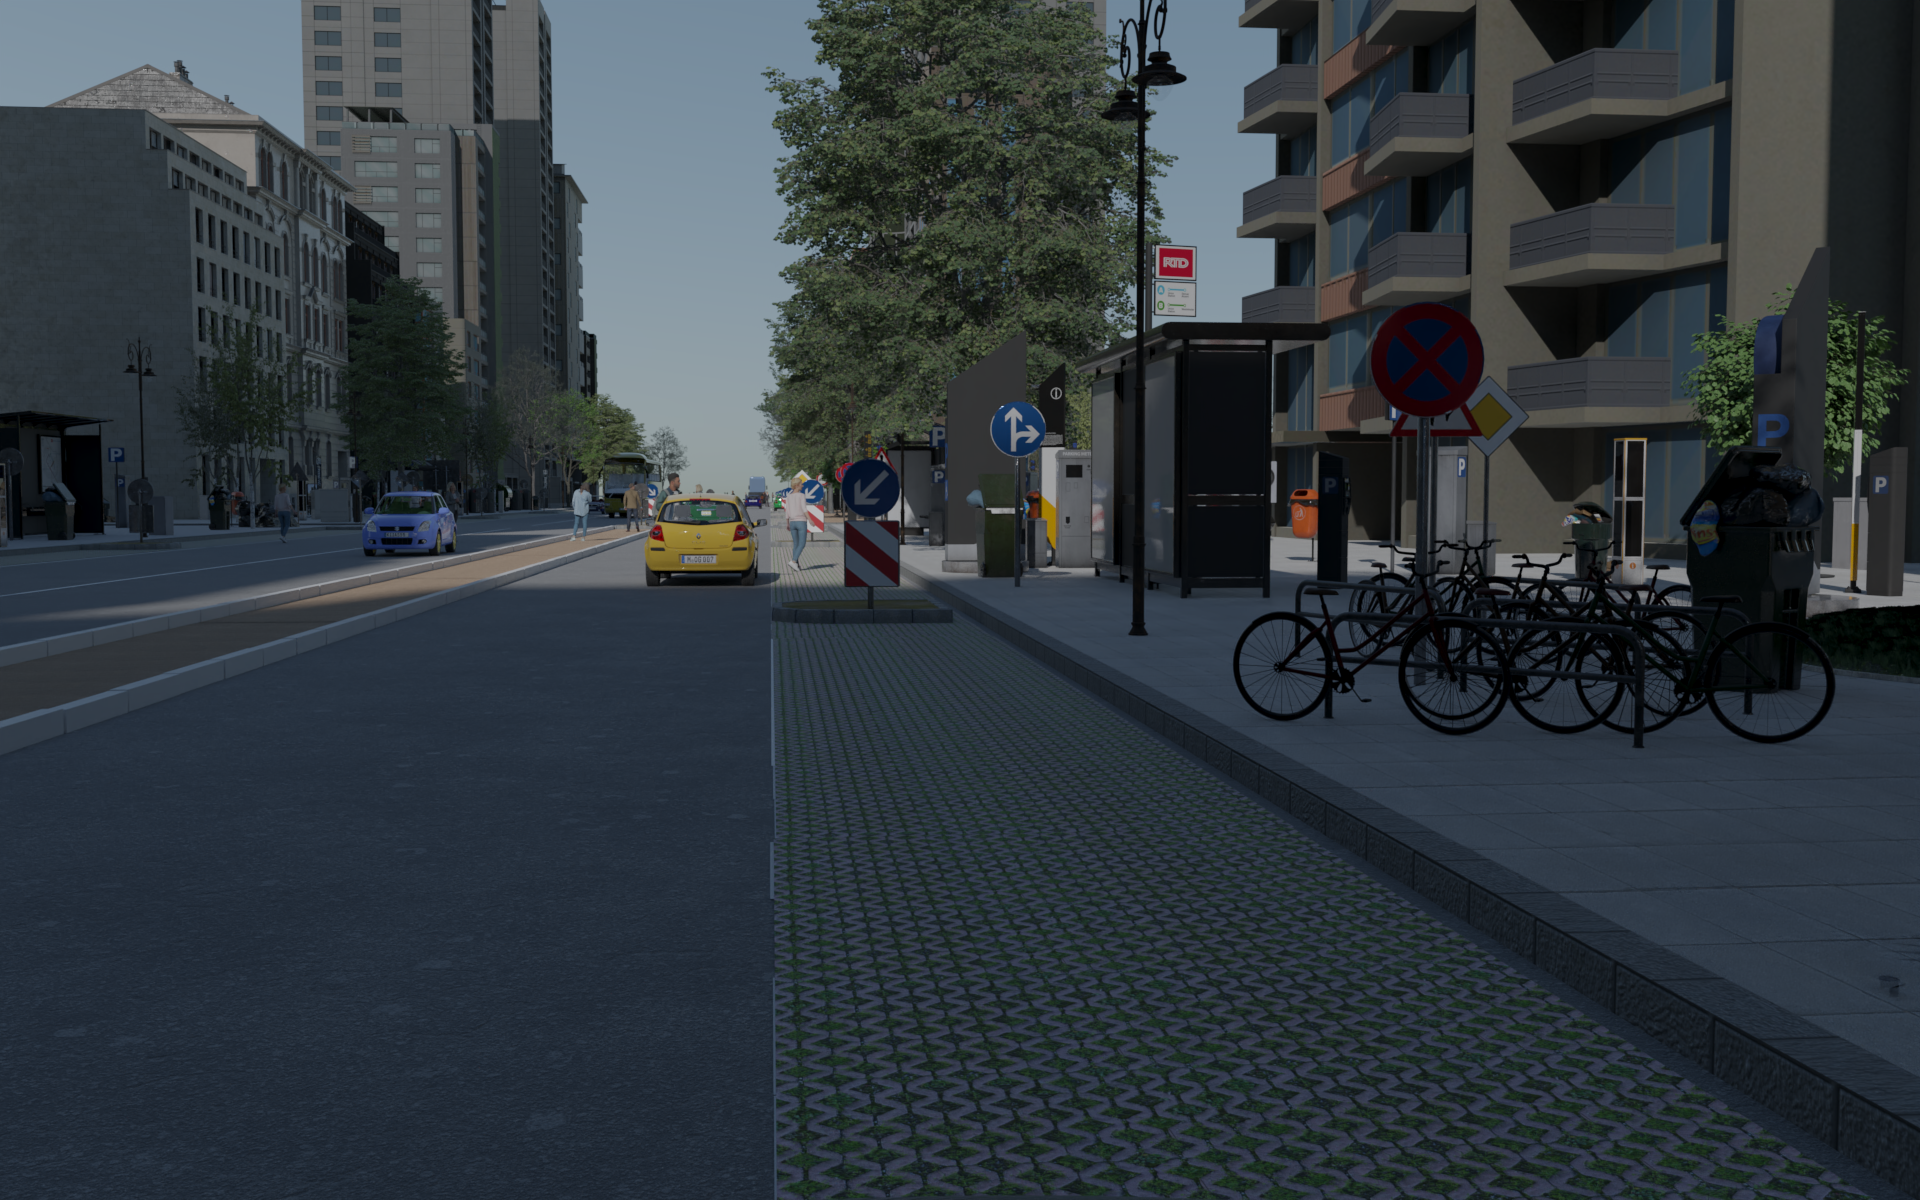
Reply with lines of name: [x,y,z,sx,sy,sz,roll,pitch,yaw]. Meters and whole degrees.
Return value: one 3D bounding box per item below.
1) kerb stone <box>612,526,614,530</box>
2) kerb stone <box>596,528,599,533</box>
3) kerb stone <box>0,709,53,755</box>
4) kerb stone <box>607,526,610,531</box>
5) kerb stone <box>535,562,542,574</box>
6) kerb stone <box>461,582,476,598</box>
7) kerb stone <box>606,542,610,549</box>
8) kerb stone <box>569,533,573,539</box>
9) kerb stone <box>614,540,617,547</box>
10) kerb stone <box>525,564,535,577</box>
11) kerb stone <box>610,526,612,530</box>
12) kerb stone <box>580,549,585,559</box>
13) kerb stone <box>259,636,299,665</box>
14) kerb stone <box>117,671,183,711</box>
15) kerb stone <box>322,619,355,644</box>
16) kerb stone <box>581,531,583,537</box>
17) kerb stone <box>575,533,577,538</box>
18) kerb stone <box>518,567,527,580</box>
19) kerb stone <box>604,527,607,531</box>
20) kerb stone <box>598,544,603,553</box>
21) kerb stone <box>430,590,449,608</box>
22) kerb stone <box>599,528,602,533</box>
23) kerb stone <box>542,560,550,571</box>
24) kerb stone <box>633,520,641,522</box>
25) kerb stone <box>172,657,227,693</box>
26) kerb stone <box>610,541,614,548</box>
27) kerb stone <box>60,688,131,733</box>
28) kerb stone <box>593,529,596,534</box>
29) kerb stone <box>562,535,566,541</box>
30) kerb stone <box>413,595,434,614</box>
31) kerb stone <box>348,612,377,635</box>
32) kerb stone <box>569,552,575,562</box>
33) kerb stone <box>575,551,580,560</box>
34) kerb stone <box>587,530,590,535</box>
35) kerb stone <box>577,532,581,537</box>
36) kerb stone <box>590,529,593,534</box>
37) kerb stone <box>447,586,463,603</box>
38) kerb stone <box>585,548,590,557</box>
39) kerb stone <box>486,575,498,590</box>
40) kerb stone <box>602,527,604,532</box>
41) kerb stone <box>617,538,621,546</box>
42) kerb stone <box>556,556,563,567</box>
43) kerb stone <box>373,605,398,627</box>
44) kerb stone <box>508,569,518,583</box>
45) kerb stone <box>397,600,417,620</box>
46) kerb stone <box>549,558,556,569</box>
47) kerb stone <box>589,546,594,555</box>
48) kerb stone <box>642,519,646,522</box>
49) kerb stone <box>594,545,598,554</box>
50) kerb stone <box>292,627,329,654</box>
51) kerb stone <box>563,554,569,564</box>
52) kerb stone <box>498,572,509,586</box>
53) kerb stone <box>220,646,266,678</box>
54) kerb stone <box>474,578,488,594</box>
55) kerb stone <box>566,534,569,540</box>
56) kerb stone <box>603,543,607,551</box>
kerb stone: [-13.916,-2.845,68.747,0.120,0.150,1.000,0,4,-6]
kerb stone: [-13.248,-2.473,62.631,0.120,0.150,1.000,0,4,-6]
kerb stone: [-5.363,0.755,9.849,0.120,0.150,1.000,0,4,-6]
kerb stone: [-13.699,-2.719,66.704,0.120,0.150,1.000,0,4,-6]
kerb stone: [-7.708,-0.554,31.250,0.120,0.150,1.000,0,4,-6]
kerb stone: [-6.920,-0.117,24.105,0.120,0.150,1.000,0,4,-6]
kerb stone: [-9.153,-1.357,44.499,0.120,0.150,1.000,0,4,-6]
kerb stone: [-12.346,-1.970,54.448,0.120,0.150,1.000,0,4,-6]
kerb stone: [-9.380,-1.488,46.530,0.120,0.150,1.000,0,4,-6]
kerb stone: [-7.589,-0.491,30.229,0.120,0.150,1.000,0,4,-6]
kerb stone: [-13.808,-2.785,67.724,0.120,0.150,1.000,0,4,-6]
kerb stone: [-8.486,-0.990,38.389,0.120,0.150,1.000,0,4,-6]
kerb stone: [-5.924,0.449,14.938,0.120,0.150,1.000,0,4,-6]
kerb stone: [-5.583,0.634,11.887,0.120,0.150,1.000,0,4,-6]
kerb stone: [-6.144,0.319,16.986,0.120,0.150,1.000,0,4,-6]
kerb stone: [-12.690,-2.160,57.519,0.120,0.150,1.000,0,4,-6]
kerb stone: [-12.469,-2.031,55.483,0.120,0.150,1.000,0,4,-6]
kerb stone: [-7.482,-0.428,29.211,0.120,0.150,1.000,0,4,-6]
kerb stone: [-13.588,-2.660,65.688,0.120,0.150,1.000,0,4,-6]
kerb stone: [-8.921,-1.237,42.456,0.120,0.150,1.000,0,4,-6]
kerb stone: [-6.704,0.008,22.072,0.120,0.150,1.000,0,4,-6]
kerb stone: [-13.354,-2.536,63.656,0.120,0.150,1.000,0,4,-6]
kerb stone: [-7.813,-0.614,32.267,0.120,0.150,1.000,0,4,-6]
kerb stone: [-15.531,-3.748,83.499,0.120,0.150,1.000,0,4,-6]
kerb stone: [-5.703,0.569,12.902,0.120,0.150,1.000,0,4,-6]
kerb stone: [-9.262,-1.426,45.515,0.120,0.150,1.000,0,4,-6]
kerb stone: [-5.467,0.701,10.867,0.120,0.150,1.000,0,4,-6]
kerb stone: [-13.144,-2.411,61.613,0.120,0.150,1.000,0,4,-6]
kerb stone: [-12.135,-1.848,52.414,0.120,0.150,1.000,0,4,-6]
kerb stone: [-6.590,0.070,21.056,0.120,0.150,1.000,0,4,-6]
kerb stone: [-6.259,0.257,18.002,0.120,0.150,1.000,0,4,-6]
kerb stone: [-8.253,-0.863,36.339,0.120,0.150,1.000,0,4,-6]
kerb stone: [-8.370,-0.927,37.355,0.120,0.150,1.000,0,4,-6]
kerb stone: [-12.918,-2.285,59.561,0.120,0.150,1.000,0,4,-6]
kerb stone: [-12.579,-2.098,56.500,0.120,0.150,1.000,0,4,-6]
kerb stone: [-13.028,-2.348,60.586,0.120,0.150,1.000,0,4,-6]
kerb stone: [-6.812,-0.055,23.089,0.120,0.150,1.000,0,4,-6]
kerb stone: [-8.590,-1.053,39.406,0.120,0.150,1.000,0,4,-6]
kerb stone: [-7.152,-0.242,26.152,0.120,0.150,1.000,0,4,-6]
kerb stone: [-13.480,-2.598,64.670,0.120,0.150,1.000,0,4,-6]
kerb stone: [-9.488,-1.547,47.550,0.120,0.150,1.000,0,4,-6]
kerb stone: [-8.040,-0.740,34.299,0.120,0.150,1.000,0,4,-6]
kerb stone: [-6.367,0.196,19.023,0.120,0.150,1.000,0,4,-6]
kerb stone: [-7.369,-0.367,28.191,0.120,0.150,1.000,0,4,-6]
kerb stone: [-6.474,0.132,20.040,0.120,0.150,1.000,0,4,-6]
kerb stone: [-7.928,-0.675,33.283,0.120,0.150,1.000,0,4,-6]
kerb stone: [-8.707,-1.113,40.422,0.120,0.150,1.000,0,4,-6]
kerb stone: [-15.860,-3.936,86.551,0.120,0.150,1.000,0,4,-6]
kerb stone: [-8.823,-1.177,41.438,0.120,0.150,1.000,0,4,-6]
kerb stone: [-6.035,0.383,15.966,0.120,0.150,1.000,0,4,-6]
kerb stone: [-8.150,-0.803,35.317,0.120,0.150,1.000,0,4,-6]
kerb stone: [-7.258,-0.304,27.168,0.120,0.150,1.000,0,4,-6]
kerb stone: [-5.811,0.506,13.921,0.120,0.150,1.000,0,4,-6]
kerb stone: [-7.031,-0.179,25.121,0.120,0.150,1.000,0,4,-6]
kerb stone: [-12.246,-1.910,53.431,0.120,0.150,1.000,0,4,-6]
kerb stone: [-9.044,-1.302,43.482,0.120,0.150,1.000,0,4,-6]
